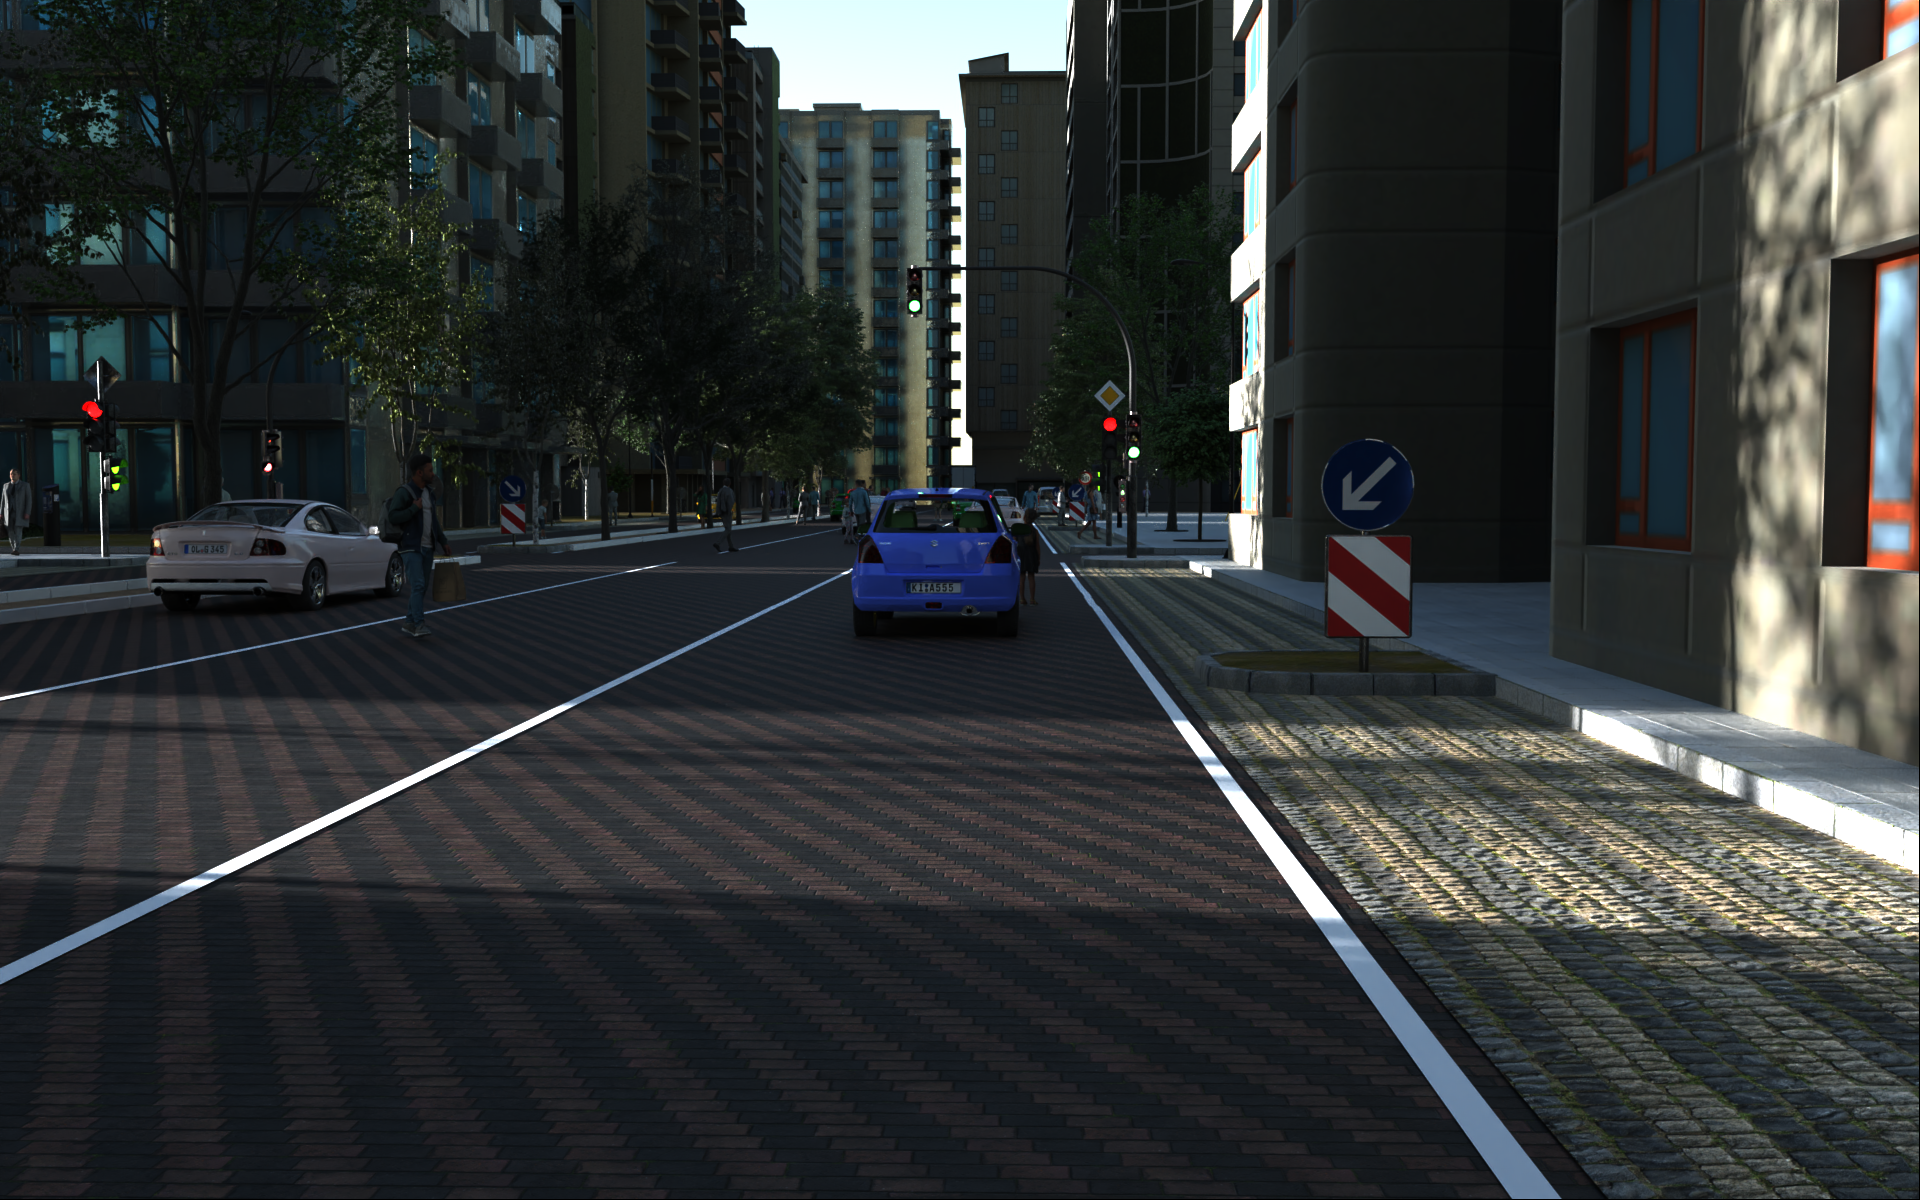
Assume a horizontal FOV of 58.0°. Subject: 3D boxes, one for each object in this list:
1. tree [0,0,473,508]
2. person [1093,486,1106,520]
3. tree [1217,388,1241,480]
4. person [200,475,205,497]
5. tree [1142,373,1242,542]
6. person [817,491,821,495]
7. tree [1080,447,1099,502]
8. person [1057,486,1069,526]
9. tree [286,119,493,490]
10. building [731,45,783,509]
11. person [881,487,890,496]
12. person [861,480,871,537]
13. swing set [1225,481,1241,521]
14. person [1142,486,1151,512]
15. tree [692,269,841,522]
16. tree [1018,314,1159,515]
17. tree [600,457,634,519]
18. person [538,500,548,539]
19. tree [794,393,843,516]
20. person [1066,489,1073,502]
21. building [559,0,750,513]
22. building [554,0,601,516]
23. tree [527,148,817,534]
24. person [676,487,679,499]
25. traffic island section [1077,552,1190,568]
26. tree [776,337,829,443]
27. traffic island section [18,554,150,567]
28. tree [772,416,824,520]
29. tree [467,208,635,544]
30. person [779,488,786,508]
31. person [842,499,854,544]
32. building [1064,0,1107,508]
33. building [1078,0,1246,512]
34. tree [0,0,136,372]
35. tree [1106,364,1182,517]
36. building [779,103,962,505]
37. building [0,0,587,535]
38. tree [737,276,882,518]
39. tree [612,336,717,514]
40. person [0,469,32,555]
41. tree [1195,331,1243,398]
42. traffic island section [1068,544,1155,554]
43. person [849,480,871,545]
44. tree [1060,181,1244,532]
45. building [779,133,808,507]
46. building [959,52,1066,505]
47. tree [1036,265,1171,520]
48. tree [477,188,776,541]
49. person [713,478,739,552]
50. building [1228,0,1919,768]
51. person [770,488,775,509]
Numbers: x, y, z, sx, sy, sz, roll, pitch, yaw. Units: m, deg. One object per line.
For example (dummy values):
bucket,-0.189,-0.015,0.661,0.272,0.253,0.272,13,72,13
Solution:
tree,-11.307,-5.978,25.953,9.928,11.665,9.643,0,3,0
person,6.731,-4.781,84.563,0.694,1.780,0.624,-2,4,-24
tree,18.067,-9.767,110.055,4.737,8.622,4.395,0,3,0
person,-21.834,-2.737,50.595,0.655,1.846,0.447,-1,4,-14
tree,6.445,-3.872,47.029,4.285,4.588,4.351,0,3,0
person,-15.602,-11.237,190.432,0.551,1.740,0.621,0,4,-1
tree,8.491,-10.282,118.472,4.360,8.622,3.978,0,3,0
person,4.610,-4.179,77.032,0.583,1.804,0.606,0,4,0
tree,-10.805,-4.932,33.452,4.737,8.622,4.395,0,3,0
building,-23.820,-28.779,154.139,14.154,41.232,14.086,0,4,2
person,-4.136,-5.383,96.480,0.580,1.828,0.573,0,4,-1
person,-3.173,-3.058,57.855,0.648,1.900,0.474,2,4,32
swing set,14.557,-5.130,81.488,2.862,2.851,3.119,-2,4,-27
person,12.913,-7.011,120.544,0.709,1.838,0.599,1,4,23
tree,-9.879,-10.191,87.208,7.486,12.596,7.792,0,3,0
tree,8.329,-11.675,107.894,9.611,12.733,9.660,0,3,0
tree,-17.851,-5.895,90.983,1.663,3.219,1.824,0,3,0
person,-13.390,-2.592,55.558,0.352,1.250,0.332,-1,4,-20
tree,-9.030,-9.655,110.682,4.360,8.622,3.978,0,3,0
person,8.333,-7.497,129.448,1.217,1.723,0.721,-3,5,-44
building,-28.326,-29.240,132.691,22.147,44.769,28.867,0,4,2
building,-28.907,-19.912,97.258,14.160,30.474,14.107,0,4,2
tree,-10.229,-9.085,61.367,12.009,13.543,11.850,0,3,0
person,-18.704,-6.612,114.256,0.850,1.850,0.679,1,4,23
traffic island section,3.462,-0.764,34.772,2.009,0.180,2.903,0,4,2
tree,-10.258,-8.225,71.349,8.767,10.594,7.601,0,4,2
traffic island section,-17.470,-0.802,35.393,2.009,0.180,2.903,0,4,2
tree,-9.341,-8.639,94.065,4.737,8.622,4.395,0,3,0
tree,-10.899,-5.604,44.447,4.360,8.622,3.978,0,3,0
person,-15.806,-9.067,154.151,0.709,1.838,0.599,0,4,-6
person,-3.157,-2.246,49.508,0.394,1.301,0.425,1,4,17
building,20.205,-32.280,151.479,21.300,48.544,21.600,0,4,2
building,19.572,-42.285,129.612,20.563,71.187,20.611,0,4,2
tree,-11.376,-4.036,18.814,4.360,8.622,3.978,0,3,0
tree,10.644,-8.919,96.182,4.360,8.622,3.978,0,3,0
building,-15.015,-36.419,215.051,30.456,49.044,23.786,0,4,2
building,-28.454,-27.329,66.439,23.786,49.044,30.456,0,4,2
tree,-8.950,-11.776,101.651,9.857,13.997,8.962,0,3,0
tree,-18.478,-11.294,110.419,9.928,11.665,9.643,0,3,0
person,-19.810,-1.841,36.253,0.694,1.812,0.767,0,4,-4
tree,13.643,-8.349,70.917,7.601,10.594,8.767,2,4,33
traffic island section,3.698,-1.252,42.753,2.009,0.180,2.903,0,4,2
person,-2.873,-2.464,48.654,0.638,1.841,0.748,2,4,35
tree,7.199,-8.141,58.860,9.928,11.665,9.643,0,3,0
building,-28.420,-29.686,177.254,23.993,40.220,32.217,0,4,2
building,13.999,-38.323,215.822,27.495,52.752,28.713,0,4,2
tree,7.406,-10.266,85.980,7.486,12.596,7.792,0,3,0
tree,-10.458,-7.002,51.360,8.767,10.594,7.601,0,4,2
person,-5.778,-2.096,42.873,0.850,1.850,0.679,-3,5,-44
building,18.658,-10.612,18.538,27.650,21.520,28.899,0,4,2
person,-16.309,-8.890,151.265,0.599,1.838,0.709,0,4,5
